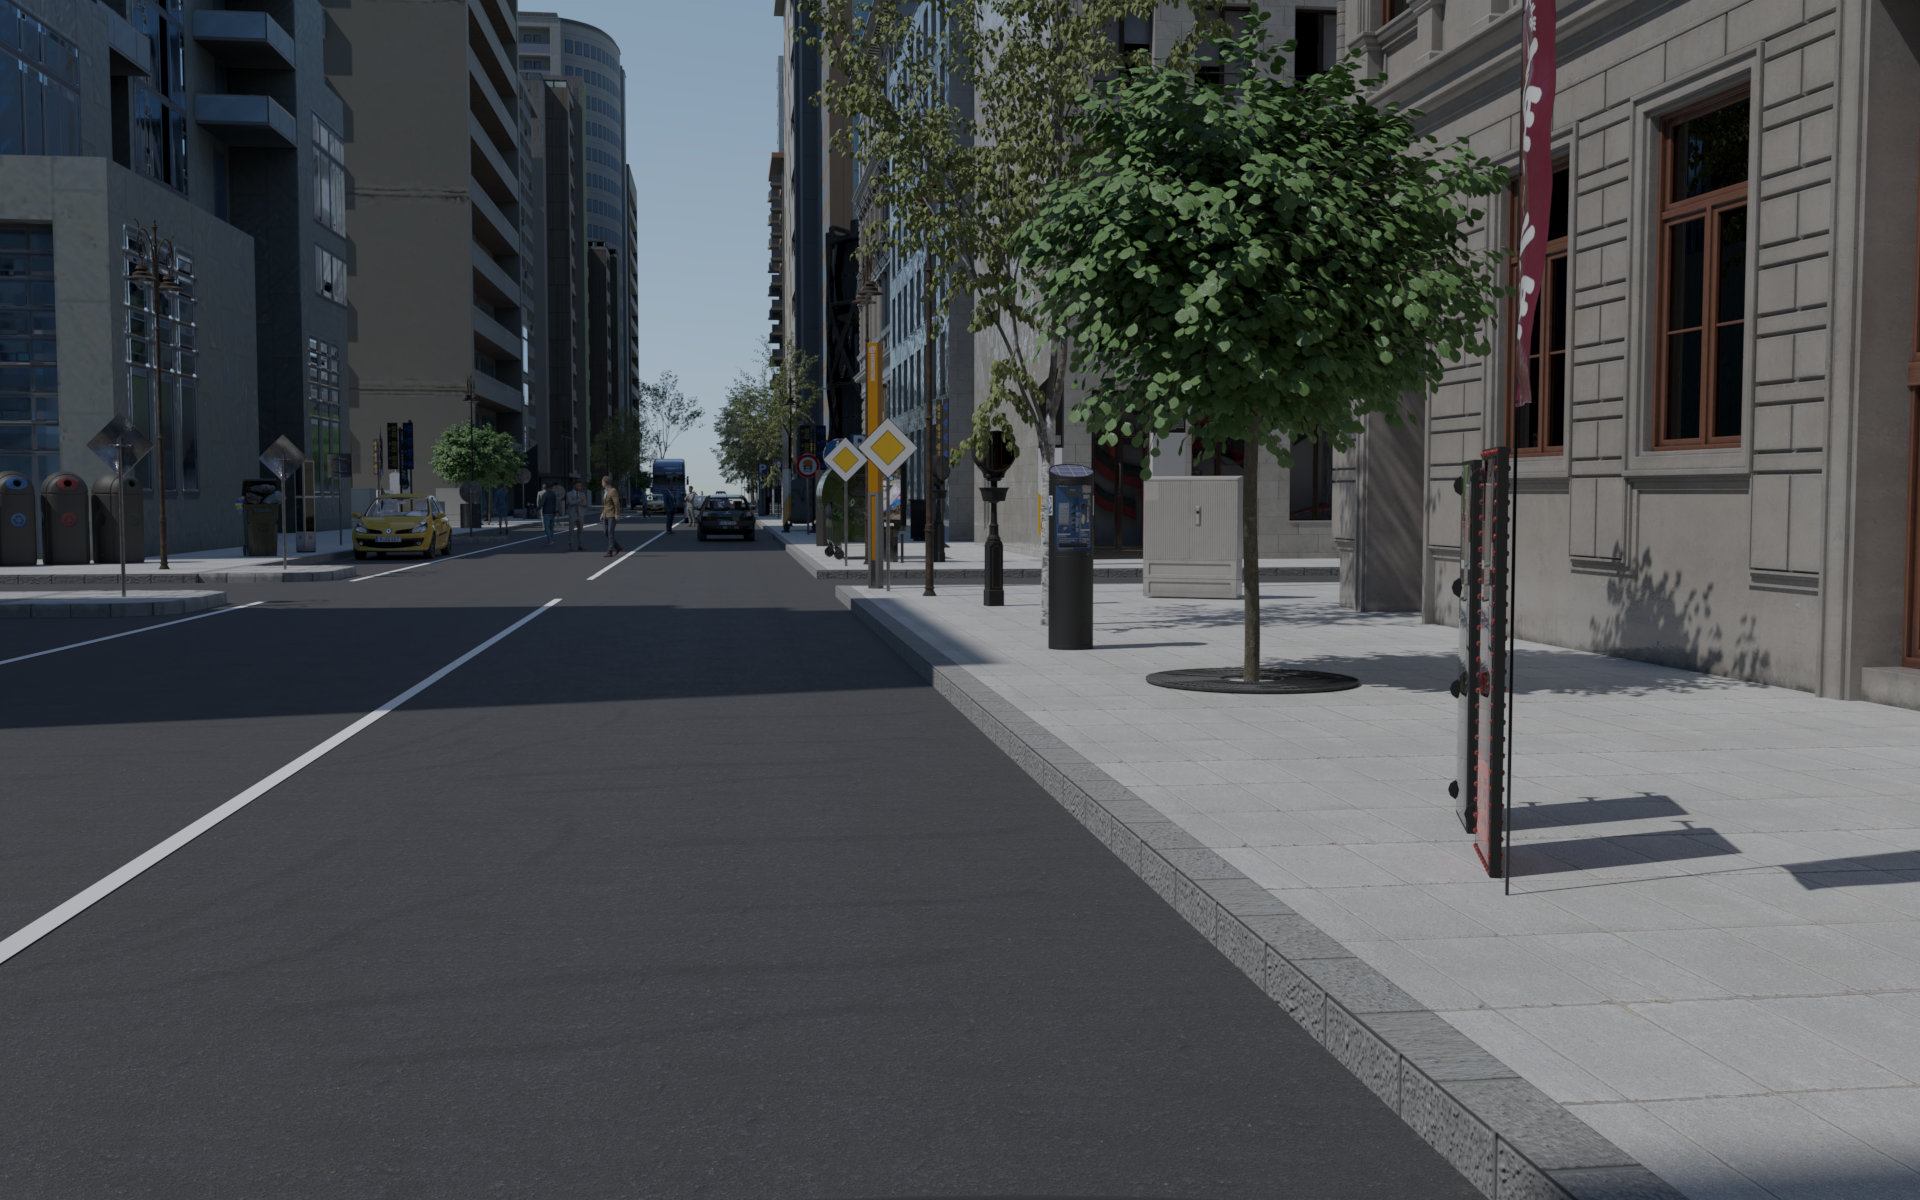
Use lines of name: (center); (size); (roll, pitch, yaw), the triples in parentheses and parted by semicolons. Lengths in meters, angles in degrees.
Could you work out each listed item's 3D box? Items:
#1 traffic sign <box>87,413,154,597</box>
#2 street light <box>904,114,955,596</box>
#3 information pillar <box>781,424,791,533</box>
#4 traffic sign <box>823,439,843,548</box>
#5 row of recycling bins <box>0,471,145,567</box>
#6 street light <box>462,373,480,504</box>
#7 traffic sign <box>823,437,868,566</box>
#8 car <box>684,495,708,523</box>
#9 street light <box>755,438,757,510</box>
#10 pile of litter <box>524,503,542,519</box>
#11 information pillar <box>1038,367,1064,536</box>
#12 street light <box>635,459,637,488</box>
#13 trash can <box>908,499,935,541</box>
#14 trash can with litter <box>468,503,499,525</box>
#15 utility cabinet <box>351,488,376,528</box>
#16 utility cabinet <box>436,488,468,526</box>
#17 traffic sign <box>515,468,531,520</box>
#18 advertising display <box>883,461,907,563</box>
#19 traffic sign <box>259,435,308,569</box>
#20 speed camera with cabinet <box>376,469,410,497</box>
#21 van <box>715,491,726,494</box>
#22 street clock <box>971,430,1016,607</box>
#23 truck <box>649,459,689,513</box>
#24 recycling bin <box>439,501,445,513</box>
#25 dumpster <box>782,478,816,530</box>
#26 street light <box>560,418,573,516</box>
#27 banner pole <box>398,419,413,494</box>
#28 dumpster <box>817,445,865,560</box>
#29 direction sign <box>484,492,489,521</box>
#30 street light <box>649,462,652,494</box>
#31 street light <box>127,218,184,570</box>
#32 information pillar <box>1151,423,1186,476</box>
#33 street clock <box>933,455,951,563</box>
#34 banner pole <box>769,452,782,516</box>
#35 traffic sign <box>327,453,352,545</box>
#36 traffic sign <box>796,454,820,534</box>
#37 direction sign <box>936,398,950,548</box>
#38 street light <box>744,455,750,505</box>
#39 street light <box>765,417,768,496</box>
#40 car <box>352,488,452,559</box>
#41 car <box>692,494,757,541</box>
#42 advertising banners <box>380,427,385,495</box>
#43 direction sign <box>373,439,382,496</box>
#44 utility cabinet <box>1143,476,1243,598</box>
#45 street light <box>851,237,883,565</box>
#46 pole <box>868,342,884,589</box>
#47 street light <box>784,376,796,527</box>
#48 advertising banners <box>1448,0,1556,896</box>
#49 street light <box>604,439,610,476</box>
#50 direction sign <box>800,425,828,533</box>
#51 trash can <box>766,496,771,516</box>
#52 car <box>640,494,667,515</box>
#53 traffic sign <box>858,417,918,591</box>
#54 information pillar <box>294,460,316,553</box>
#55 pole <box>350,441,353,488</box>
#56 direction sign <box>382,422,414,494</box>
traffic sign: (-10.409, -1.093, 21.506); (0.795, 2.450, 0.064); (0, 4, -8)
street light: (-0.383, -2.987, 21.620); (0.468, 5.910, 1.993); (0, 4, -8)
information pillar: (-5.779, -4.056, 57.668); (0.183, 3.616, 0.504); (-2, 4, -31)
traffic sign: (-2.763, -2.433, 39.890); (0.768, 2.556, 0.104); (0, 4, -7)
row of recycling bins: (-16.648, -1.476, 31.251); (3.534, 1.692, 1.069); (-3, 5, -45)
street light: (-18.668, -5.717, 66.264); (0.468, 5.910, 1.993); (0, 4, -8)
traffic sign: (-2.024, -1.654, 30.679); (0.795, 2.450, 0.064); (0, 4, -8)
car: (-12.865, -4.571, 87.092); (2.083, 1.381, 4.827); (0, 4, -6)
street light: (-16.887, -10.420, 143.157); (0.468, 5.910, 1.993); (0, 4, -8)
pile of litter: (-21.852, -4.595, 89.100); (1.176, 0.858, 1.719); (0, 4, -6)
information pillar: (1.656, -2.439, 31.240); (0.504, 3.616, 0.183); (2, 4, 28)
street light: (-35.085, -13.154, 187.863); (0.468, 5.910, 1.993); (0, 4, -8)
trash can: (-1.054, -2.182, 47.328); (0.748, 1.137, 0.748); (0, 3, 0)
trash can with litter: (-19.892, -3.642, 70.600); (2.233, 1.210, 1.678); (-1, 4, -12)
utility cabinet: (-22.444, -3.452, 65.123); (1.173, 1.500, 0.318); (2, 4, 30)
utility cabinet: (-19.948, -3.631, 68.050); (1.173, 1.500, 0.318); (0, 3, 0)
traffic sign: (-21.479, -5.201, 85.148); (0.768, 2.556, 0.104); (0, 4, -2)
advertising display: (-1.300, -1.672, 32.543); (0.123, 1.923, 0.974); (-2, 4, -32)
traffic sign: (-11.484, -1.577, 29.418); (0.795, 2.450, 0.064); (0, 4, -8)
speed camera with cabinet: (-24.360, -4.867, 73.917); (0.660, 3.252, 2.038); (1, 4, 22)
van: (-31.127, -13.375, 225.690); (2.013, 2.044, 4.112); (0, 4, -6)
street clock: (0.387, -0.932, 19.806); (0.471, 2.002, 0.358); (-1, 4, -20)
truck: (-22.898, -9.023, 137.285); (2.967, 4.110, 18.799); (-1, 4, -8)
recycling bin: (-18.248, -2.884, 59.709); (0.722, 1.027, 0.722); (3, 5, 39)
dumpster: (-5.622, -3.396, 61.289); (1.264, 1.857, 1.865); (0, 4, -8)
street light: (-23.890, -8.132, 105.742); (0.468, 5.910, 1.993); (0, 4, -8)
banner pole: (-18.627, -4.177, 58.303); (0.863, 3.779, 0.401); (2, 4, 35)
dumpster: (-2.059, -1.960, 34.546); (1.502, 2.255, 1.985); (0, 4, -8)
direction sign: (-22.185, -5.457, 81.216); (0.379, 3.537, 0.876); (3, 5, 39)
street light: (-40.212, -15.424, 224.969); (0.468, 5.910, 1.993); (0, 4, -8)
street light: (-13.549, -3.457, 29.312); (0.468, 5.910, 1.993); (0, 4, -8)
information pillar: (2.833, -1.964, 23.474); (0.504, 3.616, 0.183); (-1, 4, -13)
street clock: (-0.404, -1.708, 32.489); (0.358, 2.002, 0.471); (2, 4, 35)
banner pole: (-10.800, -6.820, 101.519); (0.863, 3.779, 0.401); (-1, 4, -12)
traffic sign: (-15.498, -2.518, 43.304); (0.606, 2.300, 0.079); (0, 4, -3)
traffic sign: (-4.817, -3.352, 54.903); (0.768, 2.556, 0.104); (0, 4, -2)
direction sign: (-0.421, -3.019, 41.352); (0.379, 3.537, 0.876); (-1, 4, -19)
street light: (-21.925, -12.661, 179.792); (0.468, 5.910, 1.993); (0, 4, -8)
street light: (-11.677, -8.067, 104.679); (0.468, 5.910, 1.993); (0, 4, -8)
car: (-12.630, -1.778, 39.298); (2.015, 1.641, 3.980); (-1, 4, -8)
car: (-7.331, -2.709, 54.072); (2.009, 1.686, 4.222); (-1, 4, -10)
advertising banners: (-15.341, -3.045, 45.972); (0.090, 3.025, 2.074); (-1, 4, -17)
direction sign: (-23.827, -4.831, 70.981); (0.379, 3.537, 0.876); (-3, 5, -41)
utility cabinet: (2.855, -0.769, 21.258); (1.173, 1.500, 0.318); (1, 4, 22)
street light: (-1.679, -3.585, 31.399); (0.468, 5.910, 1.993); (0, 4, -8)
pole: (-1.142, -1.809, 23.425); (0.158, 3.312, 0.155); (0, 3, 0)
street light: (-6.652, -5.826, 68.042); (0.468, 5.910, 1.993); (0, 4, -8)
advertising banners: (1.839, -0.597, 5.950); (0.090, 3.025, 2.074); (1, 4, 11)
street light: (-28.983, -10.377, 142.447); (0.468, 5.910, 1.993); (0, 4, -8)
direction sign: (-4.833, -3.978, 57.045); (0.876, 3.537, 0.379); (-1, 4, -16)
trash can: (-11.621, -5.594, 103.122); (0.748, 1.137, 0.748); (0, 3, 0)
car: (-21.386, -6.795, 121.327); (2.015, 1.641, 3.980); (-1, 4, -9)
traffic sign: (-0.948, -1.170, 22.766); (0.795, 2.450, 0.064); (0, 4, -8)
information pillar: (-14.344, -2.045, 37.934); (0.304, 2.012, 0.304); (2, 4, 31)
pole: (-23.238, -4.414, 66.019); (0.158, 3.312, 0.155); (0, 3, 0)
direction sign: (-17.722, -3.848, 54.914); (0.876, 3.537, 0.379); (1, 4, 10)
